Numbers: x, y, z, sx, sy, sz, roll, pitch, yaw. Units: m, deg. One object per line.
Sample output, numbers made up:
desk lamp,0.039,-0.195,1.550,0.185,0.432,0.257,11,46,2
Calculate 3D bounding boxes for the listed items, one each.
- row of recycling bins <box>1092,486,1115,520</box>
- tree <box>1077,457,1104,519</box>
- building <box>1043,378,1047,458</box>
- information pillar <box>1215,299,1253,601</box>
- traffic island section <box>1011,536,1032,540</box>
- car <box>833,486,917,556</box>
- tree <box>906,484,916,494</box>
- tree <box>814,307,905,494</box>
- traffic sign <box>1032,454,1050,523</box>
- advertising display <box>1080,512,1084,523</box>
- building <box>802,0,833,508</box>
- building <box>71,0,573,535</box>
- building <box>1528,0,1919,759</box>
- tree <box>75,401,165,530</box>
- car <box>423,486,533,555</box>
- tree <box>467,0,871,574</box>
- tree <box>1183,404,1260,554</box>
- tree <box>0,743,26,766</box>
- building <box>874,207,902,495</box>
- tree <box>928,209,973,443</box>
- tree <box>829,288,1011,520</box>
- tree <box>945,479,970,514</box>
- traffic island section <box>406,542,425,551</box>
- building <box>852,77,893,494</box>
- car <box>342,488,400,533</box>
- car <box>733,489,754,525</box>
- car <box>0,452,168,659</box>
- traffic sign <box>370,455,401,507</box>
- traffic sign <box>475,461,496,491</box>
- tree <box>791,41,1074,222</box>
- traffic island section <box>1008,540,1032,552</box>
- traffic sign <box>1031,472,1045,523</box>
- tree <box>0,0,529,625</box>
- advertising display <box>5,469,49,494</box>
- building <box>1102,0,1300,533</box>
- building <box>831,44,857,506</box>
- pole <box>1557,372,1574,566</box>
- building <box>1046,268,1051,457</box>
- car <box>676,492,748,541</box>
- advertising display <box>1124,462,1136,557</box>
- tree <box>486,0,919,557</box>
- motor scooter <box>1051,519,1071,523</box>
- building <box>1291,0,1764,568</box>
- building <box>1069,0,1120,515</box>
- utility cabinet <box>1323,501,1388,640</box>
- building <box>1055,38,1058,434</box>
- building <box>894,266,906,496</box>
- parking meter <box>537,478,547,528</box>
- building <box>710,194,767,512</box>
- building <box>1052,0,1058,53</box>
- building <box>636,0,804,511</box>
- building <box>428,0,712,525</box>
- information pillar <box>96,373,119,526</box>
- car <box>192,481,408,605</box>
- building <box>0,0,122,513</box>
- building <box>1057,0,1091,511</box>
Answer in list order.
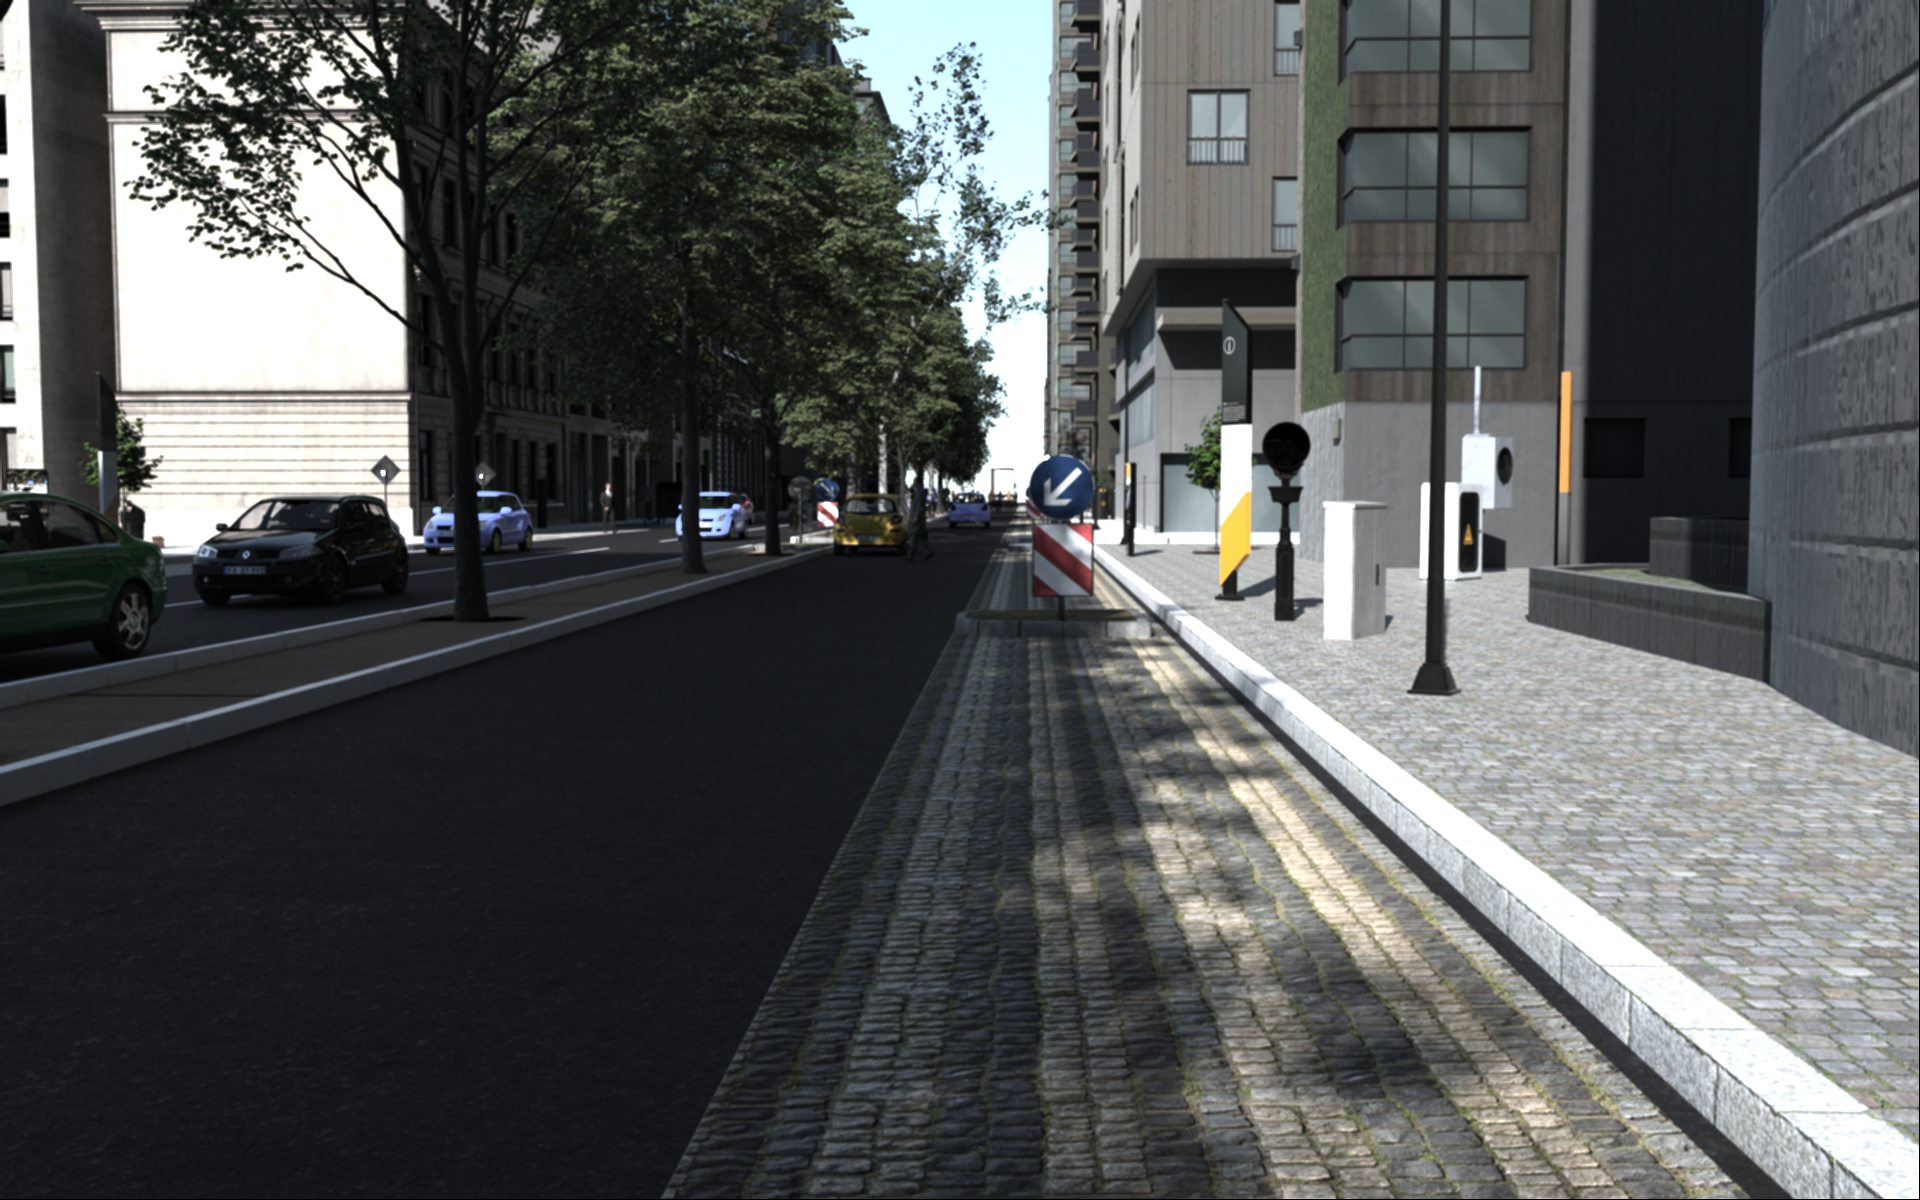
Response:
row of recycling bins,8.370,-4.887,87.012,3.534,1.692,1.069,1,4,13
tree,6.446,-5.812,89.622,1.663,3.219,1.824,0,3,0
building,27.020,-26.086,271.549,27.650,21.520,28.899,0,4,2
information pillar,3.302,-1.798,20.757,0.183,3.616,0.504,-2,4,-30
traffic island section,2.531,-1.807,51.831,2.009,0.180,2.903,0,4,2
car,-1.987,-1.923,41.669,2.015,1.641,3.980,0,4,4
tree,-8.891,-17.922,287.624,1.663,3.219,1.824,0,3,0
tree,-3.683,-6.705,62.439,4.737,8.622,4.395,0,3,0
traffic sign,2.207,-2.455,43.775,0.795,2.450,0.064,0,4,2
advertising display,4.441,-3.547,63.215,0.123,1.923,0.974,0,3,0
building,-23.496,-37.505,155.202,21.231,58.520,28.212,0,4,2
building,-21.319,-12.092,62.331,10.561,19.102,19.286,0,4,2
building,14.899,-28.269,4.205,21.231,58.520,28.212,0,4,2
tree,-17.231,-2.526,35.897,1.663,3.219,1.824,0,3,0
car,-11.708,-1.990,42.121,1.945,1.707,3.694,0,4,4
tree,-4.720,-6.713,30.334,7.486,12.596,7.792,0,3,0
tree,5.658,-2.610,37.279,1.663,3.219,1.824,0,3,0
tree,-5.729,-4.933,8.865,9.928,11.665,9.643,0,3,0
building,-19.882,-36.625,253.448,22.147,44.769,28.867,0,4,2
tree,-3.462,-8.289,56.106,7.486,12.596,7.792,0,3,0
tree,-2.123,-10.626,93.199,9.611,12.733,9.660,0,3,0
tree,-0.906,-10.558,125.437,4.360,8.622,3.978,0,3,0
traffic island section,-14.748,-1.358,44.492,2.009,0.180,2.903,0,4,2
building,-23.494,-38.850,224.439,28.713,52.752,27.495,0,4,2
car,-12.050,-1.418,32.979,2.009,1.686,4.222,0,4,1
car,-10.602,-4.306,79.450,2.155,1.783,4.494,0,4,3
car,-8.120,-0.301,13.721,1.959,1.807,4.718,0,4,2
traffic sign,-14.725,-2.495,44.429,0.795,2.450,0.064,0,4,2
traffic sign,-14.425,-2.983,52.409,0.795,2.450,0.064,0,4,2
tree,-2.057,-13.053,71.755,12.611,20.169,13.585,0,3,0
traffic island section,2.231,-1.319,43.852,2.009,0.180,2.903,0,4,2
traffic sign,2.507,-2.943,51.755,0.795,2.450,0.064,0,4,2
tree,-5.599,-5.568,19.248,9.928,11.665,9.643,0,3,0
advertising display,-23.979,-2.405,44.543,0.974,1.923,0.123,-2,4,-29
building,19.064,-29.165,66.085,27.495,52.752,28.713,0,4,2
building,-22.423,-34.074,180.815,21.300,48.544,21.600,0,4,2
pole,10.134,-2.149,28.983,0.158,3.312,0.155,0,3,0
building,18.095,-27.522,221.687,14.160,30.474,14.107,0,4,2
car,-7.720,-2.717,54.011,1.945,1.707,3.694,0,4,3
advertising display,3.518,-1.870,35.786,0.123,1.923,0.974,0,4,-2
tree,-4.419,-6.821,39.740,9.928,11.665,9.643,0,3,0
motor scooter,2.035,-1.350,34.855,0.815,1.314,1.986,0,4,3
building,13.913,-16.149,35.737,14.160,30.474,14.107,0,4,2
building,18.284,-27.935,111.369,22.147,44.769,28.867,0,4,2
utility cabinet,3.589,-0.277,15.689,0.306,1.237,1.020,2,4,30
building,19.983,-32.954,158.413,23.786,49.044,30.456,0,4,2
building,-16.105,-36.213,275.684,14.154,41.232,14.086,0,4,2
parking meter,-15.635,-3.612,64.762,0.255,1.863,0.399,-2,4,-31
building,-19.547,-17.652,117.488,11.050,23.489,19.941,0,4,2
building,20.396,-39.475,187.408,21.231,58.520,28.212,0,4,2
building,-19.945,-29.613,134.291,14.600,45.320,14.200,0,4,2
building,-25.476,-17.415,89.248,19.350,26.468,34.151,0,4,2
information pillar,-16.617,-2.594,33.763,0.183,3.616,0.504,0,4,8
car,-8.920,-0.848,23.656,2.009,1.686,4.222,0,4,0
building,-36.020,-12.406,57.590,16.860,20.320,10.420,0,4,2
building,14.656,-27.686,136.266,14.154,41.232,14.086,0,4,2
